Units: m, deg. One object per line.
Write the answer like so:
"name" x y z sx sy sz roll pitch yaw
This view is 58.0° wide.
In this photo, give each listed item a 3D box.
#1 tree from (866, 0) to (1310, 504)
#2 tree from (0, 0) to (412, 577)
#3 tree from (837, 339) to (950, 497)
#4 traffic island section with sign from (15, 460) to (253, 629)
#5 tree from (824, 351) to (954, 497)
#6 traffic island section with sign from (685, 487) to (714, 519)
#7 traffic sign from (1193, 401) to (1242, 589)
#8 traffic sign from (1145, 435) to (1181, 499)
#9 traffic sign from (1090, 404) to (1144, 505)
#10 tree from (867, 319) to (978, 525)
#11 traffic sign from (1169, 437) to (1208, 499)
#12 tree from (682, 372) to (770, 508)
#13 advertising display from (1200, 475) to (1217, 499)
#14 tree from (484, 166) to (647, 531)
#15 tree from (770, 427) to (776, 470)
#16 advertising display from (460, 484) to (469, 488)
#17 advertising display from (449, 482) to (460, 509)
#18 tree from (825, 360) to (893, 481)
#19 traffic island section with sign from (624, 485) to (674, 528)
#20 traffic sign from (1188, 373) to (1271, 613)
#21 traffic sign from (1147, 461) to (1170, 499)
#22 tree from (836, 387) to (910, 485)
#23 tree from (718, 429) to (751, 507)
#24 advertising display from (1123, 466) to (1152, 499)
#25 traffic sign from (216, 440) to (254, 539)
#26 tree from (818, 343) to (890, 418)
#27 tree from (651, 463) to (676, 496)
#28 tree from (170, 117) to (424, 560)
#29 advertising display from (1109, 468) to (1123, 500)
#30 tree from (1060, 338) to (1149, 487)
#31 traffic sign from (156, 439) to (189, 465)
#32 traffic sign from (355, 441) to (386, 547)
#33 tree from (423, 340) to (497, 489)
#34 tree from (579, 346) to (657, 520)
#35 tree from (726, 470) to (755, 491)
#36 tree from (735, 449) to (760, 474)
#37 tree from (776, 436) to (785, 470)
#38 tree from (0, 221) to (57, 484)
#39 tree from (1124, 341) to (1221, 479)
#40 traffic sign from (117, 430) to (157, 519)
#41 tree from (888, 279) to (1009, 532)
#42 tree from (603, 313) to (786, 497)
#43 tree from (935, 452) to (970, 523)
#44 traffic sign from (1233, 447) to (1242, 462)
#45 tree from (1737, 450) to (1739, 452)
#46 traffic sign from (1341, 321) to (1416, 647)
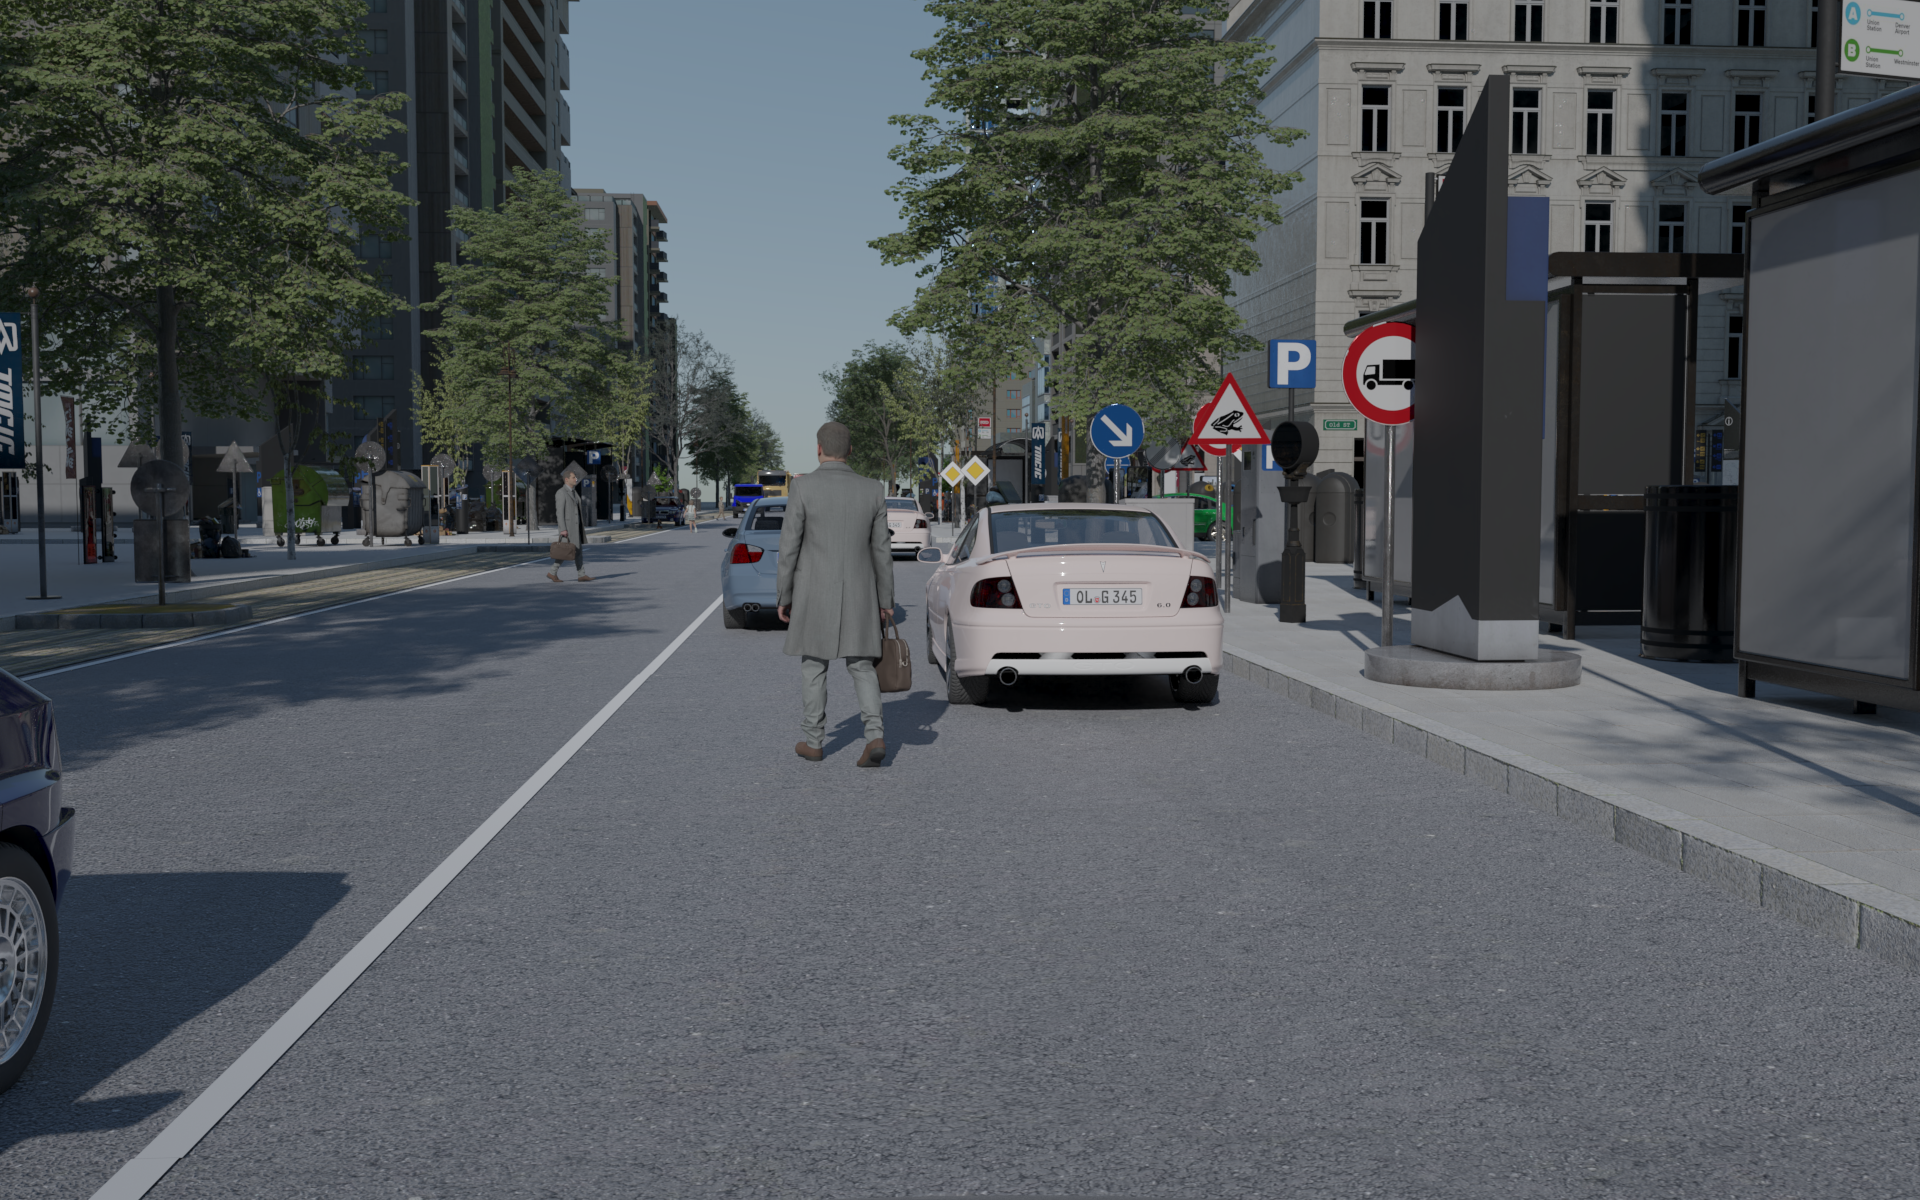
"tree" 2.243 -6.850 30.130 7.486 12.596 7.792 0 3 0
"tree" -12.066 -6.604 26.110 7.486 12.596 7.792 0 3 0
"tree" -5.538 -14.380 141.761 9.857 13.997 8.962 0 3 0
"traffic island section with sign" -9.057 -0.650 19.253 1.989 1.847 2.006 0 4 -4
"tree" -4.294 -10.900 112.634 8.767 10.594 7.601 -2 4 -27
"traffic island section with sign" -15.387 -5.660 101.176 1.989 1.847 2.006 0 4 -4
"traffic sign" 3.514 -1.428 23.457 0.768 2.556 0.104 0 4 -4
"traffic sign" 4.282 -2.233 36.611 0.768 2.556 0.104 0 4 1
"traffic sign" 2.230 -1.500 24.626 0.768 2.556 0.104 0 4 5
"tree" -1.056 -7.470 72.500 4.737 8.622 4.395 0 3 0
"traffic sign" 5.238 -2.431 39.751 0.884 2.594 0.081 0 4 2
"tree" -22.081 -14.702 158.511 7.486 12.596 7.792 0 3 0
"advertising display" 8.666 -3.360 60.151 0.974 1.923 0.123 -3 5 -43
"tree" -14.803 -8.688 60.168 7.486 12.596 7.792 0 3 0
"tree" -25.697 -16.587 189.319 7.486 12.596 7.792 0 3 0
"advertising display" -31.157 -6.293 108.106 0.974 1.923 0.123 -1 4 -20
"advertising display" -27.248 -5.330 92.357 0.123 1.923 0.974 2 4 32
"tree" -7.411 -14.974 155.200 12.009 13.543 11.850 0 3 0
"traffic island section with sign" -13.297 -4.007 74.144 1.989 1.847 2.006 0 4 -4
"traffic sign" 2.887 -1.139 18.629 0.884 2.594 0.081 0 4 2
"traffic sign" 5.067 -2.654 43.494 0.768 2.556 0.104 0 4 1
"tree" -9.334 -16.074 179.819 9.611 12.733 9.660 0 3 0
"tree" -22.893 -13.531 171.592 4.360 8.622 3.978 0 3 0
"advertising display" 4.125 -2.120 39.874 0.123 1.923 0.974 -2 4 -24
"traffic sign" -17.505 -2.557 41.810 0.884 2.594 0.081 0 4 -3
"tree" -11.397 -22.114 217.449 12.611 20.169 13.585 0 3 0
"tree" -18.222 -6.727 104.588 1.663 3.219 1.824 0 3 0
"tree" -13.010 -5.082 33.447 4.737 8.622 4.395 0 3 0
"advertising display" 3.880 -2.304 42.891 0.123 1.923 0.974 1 4 22
"tree" 6.396 -7.737 76.870 4.737 8.622 4.395 0 3 0
"traffic sign" -16.895 -2.265 37.133 0.768 2.556 0.104 0 4 4
"traffic sign" -14.221 -2.548 41.772 0.768 2.556 0.104 0 4 5
"tree" -23.360 -7.959 80.491 4.737 8.622 4.395 0 3 0
"tree" -16.850 -8.298 86.041 4.737 8.622 4.395 0 3 0
"tree" -25.739 -13.445 203.539 4.285 4.588 4.351 0 3 0
"tree" -27.169 -16.288 216.670 4.737 8.622 4.395 0 3 0
"tree" -31.440 -21.785 274.313 7.486 12.596 7.792 0 3 0
"tree" -22.645 -5.468 39.768 4.360 8.622 3.978 0 3 0
"tree" 8.592 -7.382 71.064 4.360 8.622 3.978 0 3 0
"traffic sign" -16.580 -2.141 35.007 0.884 2.594 0.081 0 4 -1
"tree" -0.098 -6.597 58.222 4.360 8.622 3.978 0 3 0
"tree" -19.543 -12.717 118.293 12.009 13.543 11.850 0 3 0
"tree" -0.546 -5.090 77.823 1.663 3.219 1.824 0 3 0
"traffic sign" 4.190 -1.473 25.273 0.795 2.450 0.064 0 4 -3
"tree" 17.930 -2.665 38.182 1.663 3.219 1.824 0 3 0
"traffic sign" 3.187 -0.780 12.852 0.768 2.556 0.104 0 4 -2
